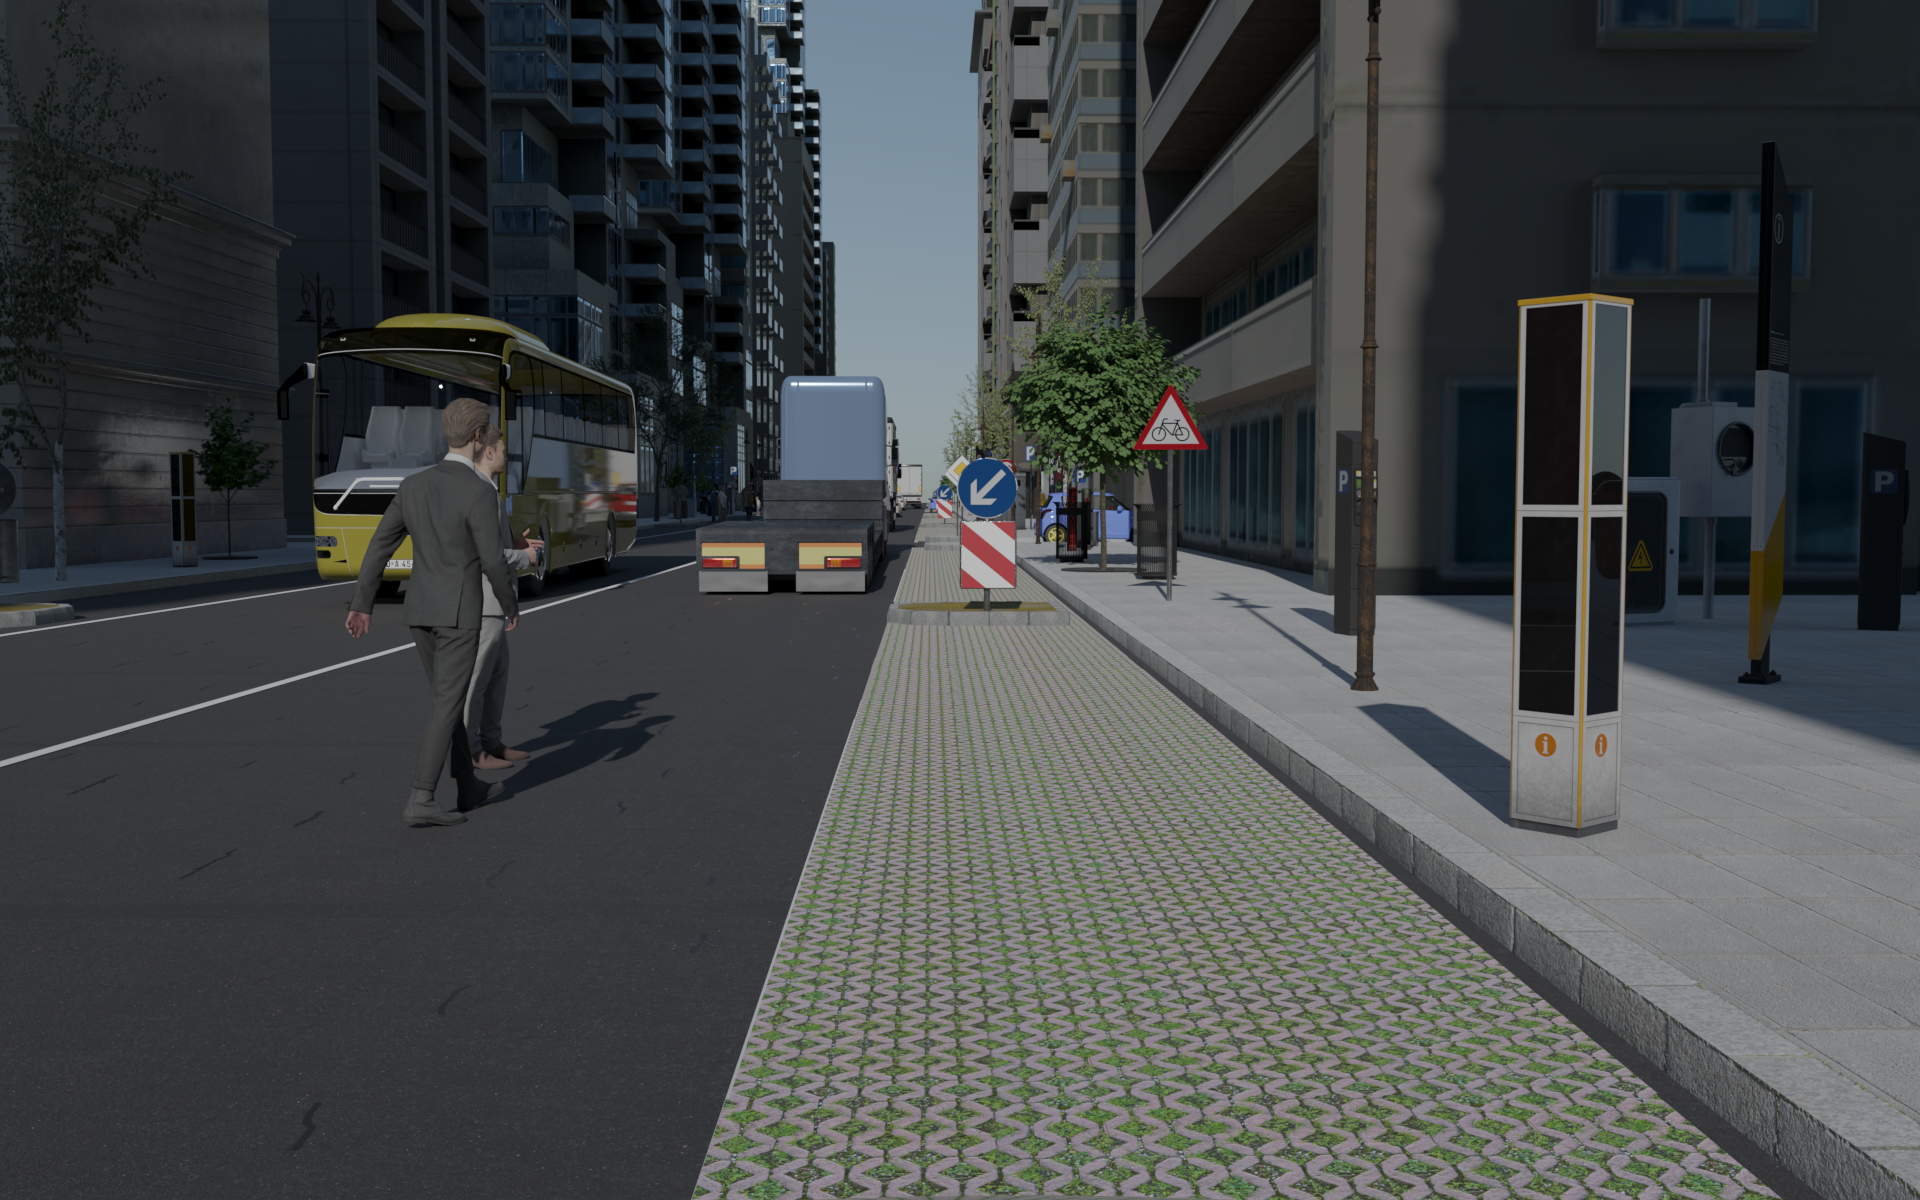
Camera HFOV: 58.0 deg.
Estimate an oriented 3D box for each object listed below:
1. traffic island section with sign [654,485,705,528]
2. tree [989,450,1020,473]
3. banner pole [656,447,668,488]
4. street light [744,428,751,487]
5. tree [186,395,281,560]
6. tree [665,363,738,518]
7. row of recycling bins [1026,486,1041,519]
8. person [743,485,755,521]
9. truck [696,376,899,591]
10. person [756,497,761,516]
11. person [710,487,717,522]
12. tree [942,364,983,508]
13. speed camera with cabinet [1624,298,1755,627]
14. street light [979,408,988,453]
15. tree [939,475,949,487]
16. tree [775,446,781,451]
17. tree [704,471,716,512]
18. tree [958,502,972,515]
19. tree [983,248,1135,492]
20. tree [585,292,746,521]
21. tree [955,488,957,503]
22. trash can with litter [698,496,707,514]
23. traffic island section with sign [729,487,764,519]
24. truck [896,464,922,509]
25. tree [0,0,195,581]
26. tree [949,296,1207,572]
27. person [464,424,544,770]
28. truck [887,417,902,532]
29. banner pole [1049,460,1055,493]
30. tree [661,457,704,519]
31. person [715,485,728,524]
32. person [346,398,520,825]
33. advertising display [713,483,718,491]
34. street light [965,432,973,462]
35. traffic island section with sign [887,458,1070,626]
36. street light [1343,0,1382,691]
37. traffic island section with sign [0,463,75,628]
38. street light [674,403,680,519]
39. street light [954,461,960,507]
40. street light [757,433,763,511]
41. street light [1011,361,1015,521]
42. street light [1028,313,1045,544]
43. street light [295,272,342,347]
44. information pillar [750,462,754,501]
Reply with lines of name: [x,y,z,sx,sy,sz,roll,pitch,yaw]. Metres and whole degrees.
traffic island section with sign: [-12.030,-4.031,74.543,1.989,1.847,2.006,0,4,-1]
tree: [1.927,-4.973,75.910,1.663,3.219,1.824,0,3,0]
banner pole: [-15.819,-6.220,91.711,0.863,3.779,0.401,-3,5,-43]
street light: [-14.896,-9.069,121.071,0.468,5.910,1.993,0,4,-1]
tree: [-14.383,-2.411,34.023,1.663,3.219,1.824,0,3,0]
tree: [-14.271,-8.810,94.408,4.737,8.622,4.395,0,3,0]
row of recycling bins: [2.848,-5.070,90.004,3.534,1.692,1.069,1,4,18]
person: [-9.138,-4.067,74.912,0.656,1.842,0.836,1,4,18]
truck: [-2.755,-2.690,33.748,2.967,4.110,18.799,0,4,-1]
person: [-13.058,-6.044,112.000,0.352,1.250,0.332,1,4,16]
person: [-12.640,-4.906,88.901,0.419,1.800,0.721,-1,4,-18]
tree: [1.624,-8.975,97.103,4.737,8.622,4.395,0,3,0]
speed camera with cabinet: [6.989,-1.397,17.173,2.038,3.252,0.660,-2,4,-24]
street light: [1.251,-7.364,93.193,0.468,5.910,1.993,0,4,-1]
tree: [-1.269,-16.324,250.606,4.285,4.588,4.351,0,3,0]
tree: [-16.844,-18.013,204.882,12.009,13.543,11.850,0,3,0]
tree: [-18.482,-7.877,123.385,1.663,3.219,1.824,0,3,0]
tree: [1.067,-6.872,106.953,1.663,3.219,1.824,0,3,0]
tree: [3.452,-6.271,52.901,4.737,8.622,4.395,0,3,0]
tree: [-14.240,-8.946,80.684,8.767,10.594,7.601,0,4,-7]
tree: [-0.484,-16.139,258.478,1.663,3.219,1.824,0,3,0]
trash can with litter: [-16.574,-6.120,111.448,0.624,1.170,1.055,-1,4,-16]
traffic island section with sign: [-12.473,-5.680,101.494,1.989,1.847,2.006,0,4,-1]
truck: [-5.013,-11.016,169.018,2.839,4.237,11.283,0,4,-2]
tree: [-13.531,-4.584,25.314,4.360,8.622,3.978,0,3,0]
tree: [2.380,-2.768,28.977,4.285,4.588,4.351,0,3,0]
person: [-2.415,-0.024,9.093,0.583,1.804,0.606,-2,4,-35]
truck: [-3.784,-4.868,68.508,2.839,4.237,11.283,0,4,-1]
banner pole: [5.074,-6.601,97.944,0.863,3.779,0.401,1,4,14]
tree: [-14.575,-5.849,90.233,1.663,3.219,1.824,0,3,0]
person: [-9.666,-3.750,70.043,0.641,1.798,0.478,1,4,21]
person: [-2.219,0.038,7.654,0.659,1.850,0.755,2,4,28]
advertising display: [-14.723,-6.073,104.506,0.123,1.923,0.974,-1,4,-19]
street light: [0.828,-9.387,126.262,0.468,5.910,1.993,0,4,-1]
traffic island section with sign: [0.180,-0.672,19.616,1.989,1.847,2.006,0,4,-1]
street light: [2.651,-2.348,11.171,0.468,5.910,1.993,0,4,-1]
traffic island section with sign: [-11.086,-0.649,19.243,1.989,1.847,2.006,0,4,-1]
street light: [-14.258,-7.007,87.349,0.468,5.910,1.993,0,4,-1]
street light: [-0.068,-12.118,170.910,0.468,5.910,1.993,0,4,-1]
street light: [-14.909,-9.564,129.157,0.468,5.910,1.993,0,4,-1]
street light: [1.831,-5.342,60.126,0.468,5.910,1.993,0,4,-1]
street light: [2.004,-4.374,44.297,0.468,5.910,1.993,0,4,-1]
street light: [-13.345,-3.877,36.178,0.468,5.910,1.993,0,4,-1]
information pillar: [-15.212,-8.261,126.420,0.183,3.616,0.504,1,4,18]
